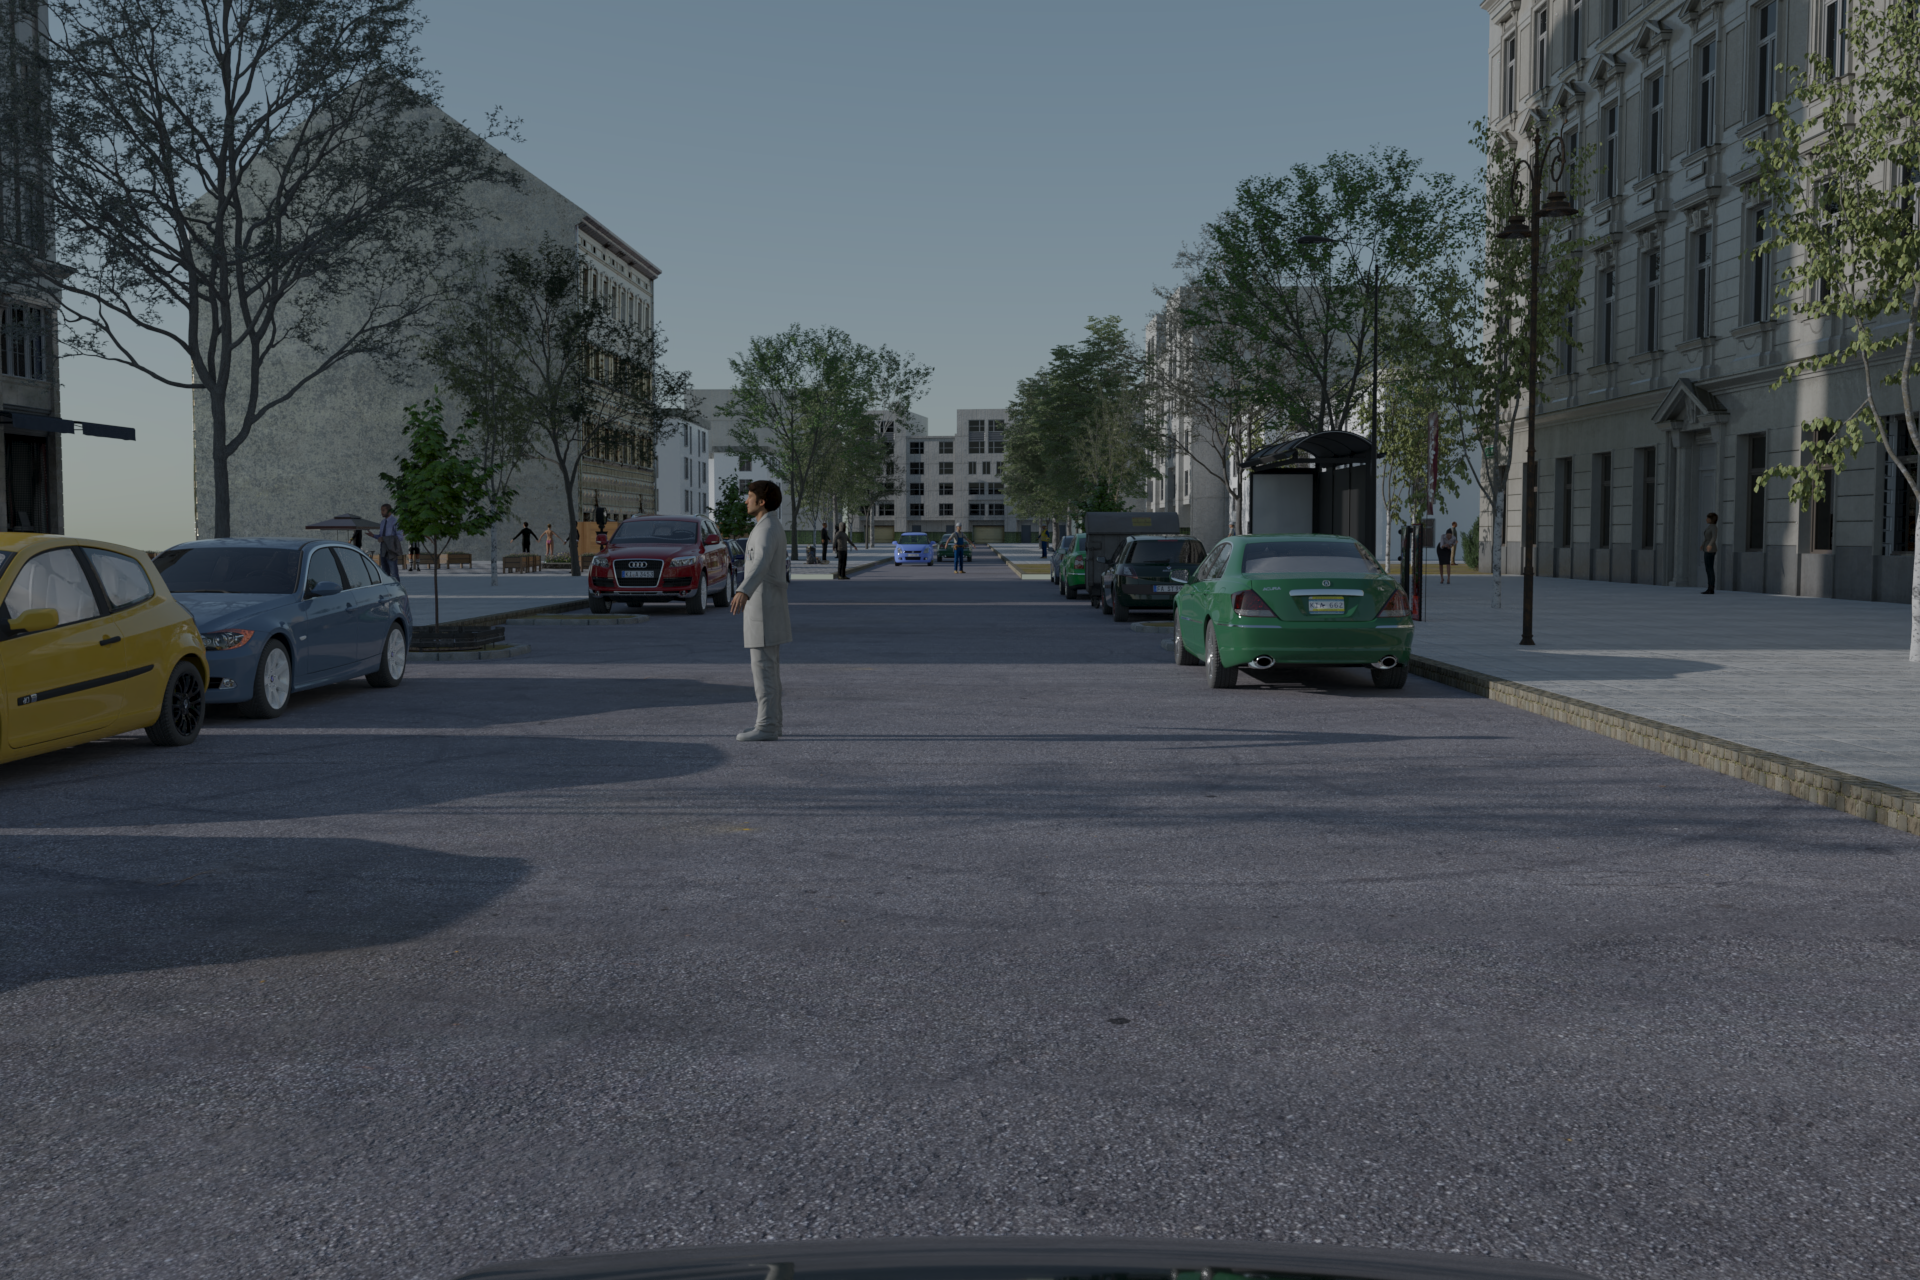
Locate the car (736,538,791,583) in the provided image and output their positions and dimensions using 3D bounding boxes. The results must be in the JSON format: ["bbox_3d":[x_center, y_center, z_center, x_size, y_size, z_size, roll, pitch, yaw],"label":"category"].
[{"bbox_3d":[-5.867,-2.271,49.710,1.945,1.354,3.894,0,4,1],"label":"car"}]

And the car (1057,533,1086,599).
[{"bbox_3d":[3.218,-1.873,39.423,1.959,1.807,4.718,0,4,0],"label":"car"}]

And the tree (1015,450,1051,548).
[{"bbox_3d":[8.075,-14.241,158.601,9.928,11.665,9.643,0,3,0],"label":"tree"}]

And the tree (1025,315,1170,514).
[{"bbox_3d":[7.199,-10.496,89.729,7.486,12.596,7.792,0,3,0],"label":"tree"}]

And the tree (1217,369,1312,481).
[{"bbox_3d":[12.843,-7.526,73.418,4.737,8.622,4.395,0,3,0],"label":"tree"}]

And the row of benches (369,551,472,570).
[{"bbox_3d":[-19.647,-2.934,63.435,1.422,0.672,4.104,3,4,39],"label":"row of benches"}]

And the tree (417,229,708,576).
[{"bbox_3d":[-11.863,-7.244,52.856,8.767,10.594,7.601,-2,4,-29],"label":"tree"}]

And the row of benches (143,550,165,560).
[{"bbox_3d":[-31.649,-3.176,67.398,4.104,0.672,1.422,2,4,26],"label":"row of benches"}]

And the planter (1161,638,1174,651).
[{"bbox_3d":[3.547,-0.034,21.695,1.991,0.319,1.994,0,4,1],"label":"planter"}]

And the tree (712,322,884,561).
[{"bbox_3d":[-7.866,-9.658,83.658,9.928,11.665,9.643,0,3,0],"label":"tree"}]

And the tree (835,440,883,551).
[{"bbox_3d":[-8.267,-10.868,128.057,4.360,8.622,3.978,0,3,0],"label":"tree"}]

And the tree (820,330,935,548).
[{"bbox_3d":[-8.639,-18.651,160.839,12.611,20.169,13.585,0,3,0],"label":"tree"}]

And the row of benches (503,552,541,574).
[{"bbox_3d":[-14.614,-2.589,57.786,1.422,0.672,4.104,0,4,-5],"label":"row of benches"}]

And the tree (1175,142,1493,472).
[{"bbox_3d":[9.747,-7.351,45.949,9.928,11.665,9.643,0,3,0],"label":"tree"}]

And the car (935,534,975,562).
[{"bbox_3d":[-0.284,-4.813,90.495,2.131,1.459,4.920,0,3,0],"label":"car"}]

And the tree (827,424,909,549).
[{"bbox_3d":[-8.092,-13.033,147.509,8.767,10.594,7.601,1,4,17],"label":"tree"}]

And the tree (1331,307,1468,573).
[{"bbox_3d":[14.298,-6.499,56.623,4.737,8.622,4.395,0,3,0],"label":"tree"}]

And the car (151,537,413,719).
[{"bbox_3d":[-6.149,-0.181,14.959,2.014,1.417,4.499,0,4,1],"label":"car"}]

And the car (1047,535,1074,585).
[{"bbox_3d":[3.548,-2.336,50.190,2.014,1.417,4.499,0,4,1],"label":"car"}]

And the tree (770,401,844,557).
[{"bbox_3d":[-7.957,-8.886,95.653,4.360,8.622,3.978,0,3,0],"label":"tree"}]

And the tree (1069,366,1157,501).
[{"bbox_3d":[6.628,-7.653,75.494,4.360,8.622,3.978,0,3,0],"label":"tree"}]

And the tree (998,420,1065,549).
[{"bbox_3d":[6.773,-14.141,149.329,7.486,12.596,7.792,0,3,0],"label":"tree"}]

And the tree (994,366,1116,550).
[{"bbox_3d":[7.216,-13.656,129.924,9.857,13.997,8.962,0,3,0],"label":"tree"}]

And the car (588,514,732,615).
[{"bbox_3d":[-5.544,-1.457,32.503,2.281,1.827,5.304,0,4,0],"label":"car"}]

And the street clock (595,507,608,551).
[{"bbox_3d":[-9.709,-2.592,46.953,0.358,2.002,0.471,0,4,1],"label":"street clock"}]

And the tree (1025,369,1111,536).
[{"bbox_3d":[7.794,-12.221,117.939,7.486,12.596,7.792,0,3,0],"label":"tree"}]

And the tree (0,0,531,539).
[{"bbox_3d":[-12.210,-7.230,28.574,12.009,13.543,11.850,0,3,0],"label":"tree"}]

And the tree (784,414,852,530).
[{"bbox_3d":[-7.886,-9.279,102.067,4.360,8.622,3.978,0,3,0],"label":"tree"}]

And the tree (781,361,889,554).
[{"bbox_3d":[-8.305,-11.946,113.450,7.486,12.596,7.792,0,3,0],"label":"tree"}]

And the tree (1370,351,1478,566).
[{"bbox_3d":[18.213,-7.220,68.409,4.737,8.622,4.395,0,3,0],"label":"tree"}]

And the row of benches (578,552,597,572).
[{"bbox_3d":[-11.096,-2.668,59.081,4.104,0.672,1.422,-1,4,-22],"label":"row of benches"}]

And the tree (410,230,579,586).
[{"bbox_3d":[-11.780,-5.646,42.669,4.360,8.622,3.978,0,3,0],"label":"tree"}]

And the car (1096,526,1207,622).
[{"bbox_3d":[3.373,-1.214,29.641,2.009,1.686,4.222,0,4,1],"label":"car"}]

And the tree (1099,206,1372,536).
[{"bbox_3d":[10.442,-9.461,65.062,12.009,13.543,11.850,0,3,0],"label":"tree"}]

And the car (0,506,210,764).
[{"bbox_3d":[-6.091,-0.008,10.357,2.015,1.641,3.980,0,4,1],"label":"car"}]

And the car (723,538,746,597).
[{"bbox_3d":[-5.934,-1.705,40.459,1.945,1.354,3.894,0,4,0],"label":"car"}]

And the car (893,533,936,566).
[{"bbox_3d":[-2.060,-4.199,78.240,1.945,1.707,3.694,0,4,0],"label":"car"}]

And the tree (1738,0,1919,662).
[{"bbox_3d":[9.789,-4.102,17.426,4.737,8.622,4.395,0,3,0],"label":"tree"}]

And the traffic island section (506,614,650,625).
[{"bbox_3d":[-6.147,-0.328,28.228,1.991,0.108,1.994,0,4,1],"label":"traffic island section"}]

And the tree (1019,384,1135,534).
[{"bbox_3d":[7.064,-10.590,107.564,8.767,10.594,7.601,3,5,40],"label":"tree"}]

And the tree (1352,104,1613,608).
[{"bbox_3d":[9.287,-4.883,30.205,4.737,8.622,4.395,0,3,0],"label":"tree"}]

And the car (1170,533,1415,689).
[{"bbox_3d":[3.247,-0.348,17.491,2.131,1.459,4.920,0,4,1],"label":"car"}]
